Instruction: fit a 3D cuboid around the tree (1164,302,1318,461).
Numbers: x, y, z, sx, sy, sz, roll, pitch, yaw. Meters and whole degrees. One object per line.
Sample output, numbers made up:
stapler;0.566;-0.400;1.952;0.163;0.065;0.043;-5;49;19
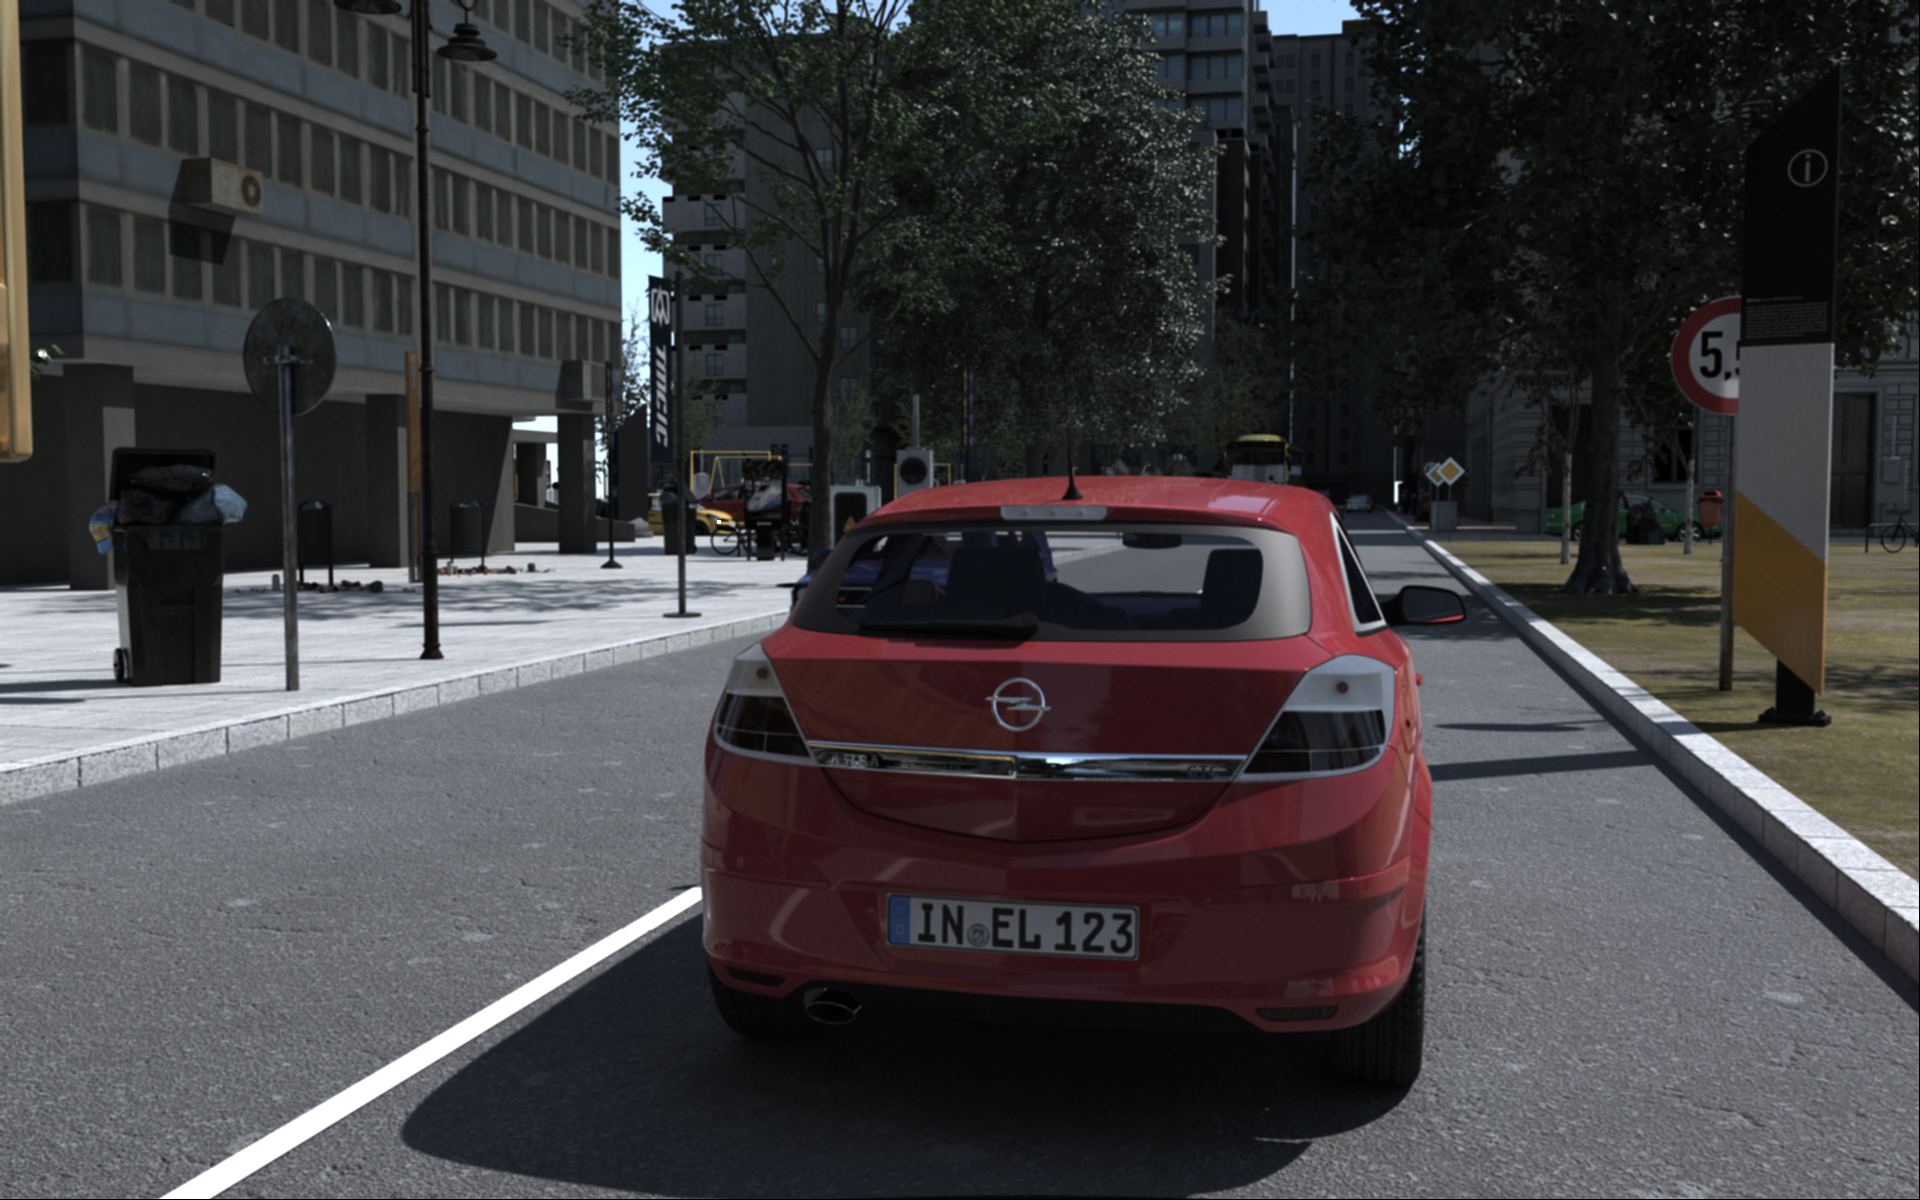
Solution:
tree;17.510;-12.264;110.890;12.009;13.543;11.850;0;3;0

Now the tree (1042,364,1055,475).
tree;5.549;-8.629;91.454;4.360;8.622;3.978;0;3;0

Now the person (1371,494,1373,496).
person;40.783;-9.812;172.163;0.421;1.427;0.697;-2;4;-31

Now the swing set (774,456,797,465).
swing set;-8.858;-4.527;71.644;3.119;2.851;2.862;1;4;16

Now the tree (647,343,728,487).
tree;-13.667;-8.257;85.363;4.737;8.622;4.395;0;3;0

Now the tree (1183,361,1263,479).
tree;14.523;-8.854;95.128;4.737;8.622;4.395;0;3;0

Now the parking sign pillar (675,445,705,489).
parking sign pillar;-14.536;-6.358;92.422;1.447;3.967;1.447;-1;4;-13

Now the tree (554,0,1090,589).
tree;-1.797;-5.978;23.497;9.928;11.665;9.643;0;3;0

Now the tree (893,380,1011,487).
tree;-0.477;-9.102;99.175;4.737;8.622;4.395;0;3;0

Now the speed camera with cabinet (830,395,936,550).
speed camera with cabinet;-1.577;-2.452;34.433;2.038;3.252;0.660;0;4;6

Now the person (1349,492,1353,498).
person;43.467;-11.160;192.430;0.415;1.643;0.593;-3;4;-37

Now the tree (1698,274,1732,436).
tree;15.440;-5.300;37.015;4.360;8.622;3.978;0;3;0

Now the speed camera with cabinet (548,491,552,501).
speed camera with cabinet;-20.788;-5.718;87.820;2.038;3.252;0.660;1;4;19

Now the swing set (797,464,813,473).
swing set;-8.611;-5.681;90.507;3.119;2.851;2.862;0;4;-6

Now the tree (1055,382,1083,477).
tree;7.245;-7.980;80.836;4.360;8.622;3.978;0;3;0

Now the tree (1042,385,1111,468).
tree;7.662;-9.544;106.404;4.737;8.622;4.395;0;3;0

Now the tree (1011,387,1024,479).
tree;3.188;-9.777;110.208;4.737;8.622;4.395;0;3;0

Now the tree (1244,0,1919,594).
tree;8.524;-6.445;22.382;9.611;12.733;9.660;0;3;0

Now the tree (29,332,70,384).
tree;-6.406;-0.944;10.032;1.663;3.219;1.824;0;3;0

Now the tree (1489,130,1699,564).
tree;10.889;-4.970;31.625;4.360;8.622;3.978;0;3;0

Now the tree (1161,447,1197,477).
tree;8.978;-4.686;71.225;1.663;3.219;1.824;0;3;0

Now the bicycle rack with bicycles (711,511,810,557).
bicycle rack with bicycles;-3.776;-1.399;36.260;2.925;0.926;2.852;0;4;2

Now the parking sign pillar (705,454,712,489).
parking sign pillar;-16.967;-7.760;115.350;1.447;3.967;1.447;1;4;19

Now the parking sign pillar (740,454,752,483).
parking sign pillar;-14.379;-7.873;117.195;1.447;3.967;1.447;-3;5;-39

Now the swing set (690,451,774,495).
swing set;-8.490;-4.015;63.269;3.119;2.851;2.862;0;4;-5

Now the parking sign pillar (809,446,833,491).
parking sign pillar;-7.744;-6.603;96.438;1.447;3.967;1.447;-1;4;-15

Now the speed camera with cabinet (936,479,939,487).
speed camera with cabinet;-2.359;-6.900;107.152;2.038;3.252;0.660;1;4;18

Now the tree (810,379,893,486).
tree;-7.173;-9.801;110.600;4.737;8.622;4.395;0;3;0

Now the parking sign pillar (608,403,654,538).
parking sign pillar;-9.775;-3.823;50.986;1.447;3.967;1.447;2;4;31

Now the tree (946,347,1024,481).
tree;1.120;-7.934;80.079;4.360;8.622;3.978;0;3;0

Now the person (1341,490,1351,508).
person;40.299;-10.503;180.203;1.348;1.826;0.705;-1;4;-15

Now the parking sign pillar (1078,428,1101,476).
parking sign pillar;5.033;-4.830;67.448;1.447;3.967;1.447;-1;4;-18

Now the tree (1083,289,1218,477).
tree;6.916;-6.813;61.760;4.360;8.622;3.978;0;3;0

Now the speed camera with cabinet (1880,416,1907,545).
speed camera with cabinet;24.181;-3.008;43.519;2.038;3.252;0.660;2;4;30

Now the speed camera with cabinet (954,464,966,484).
speed camera with cabinet;-0.550;-7.259;113.026;2.038;3.252;0.660;2;4;33

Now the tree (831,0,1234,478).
tree;1.659;-8.203;40.780;9.857;13.997;8.962;0;3;0

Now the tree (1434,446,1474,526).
tree;19.671;-4.563;69.201;1.663;3.219;1.824;0;3;0

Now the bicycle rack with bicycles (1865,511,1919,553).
bicycle rack with bicycles;21.149;-1.460;37.257;2.925;0.926;2.852;-1;4;-20

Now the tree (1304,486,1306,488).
tree;40.075;-12.882;205.226;1.663;3.219;1.824;0;3;0

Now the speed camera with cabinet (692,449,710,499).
speed camera with cabinet;-10.911;-5.072;77.260;2.038;3.252;0.660;-2;4;-26

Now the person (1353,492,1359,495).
person;40.497;-10.218;177.034;0.593;1.643;0.415;1;4;13

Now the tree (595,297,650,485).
tree;-12.820;-6.966;64.256;4.360;8.622;3.978;0;3;0

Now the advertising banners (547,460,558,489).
advertising banners;-20.731;-5.720;89.716;2.074;3.025;0.090;-3;5;-43
